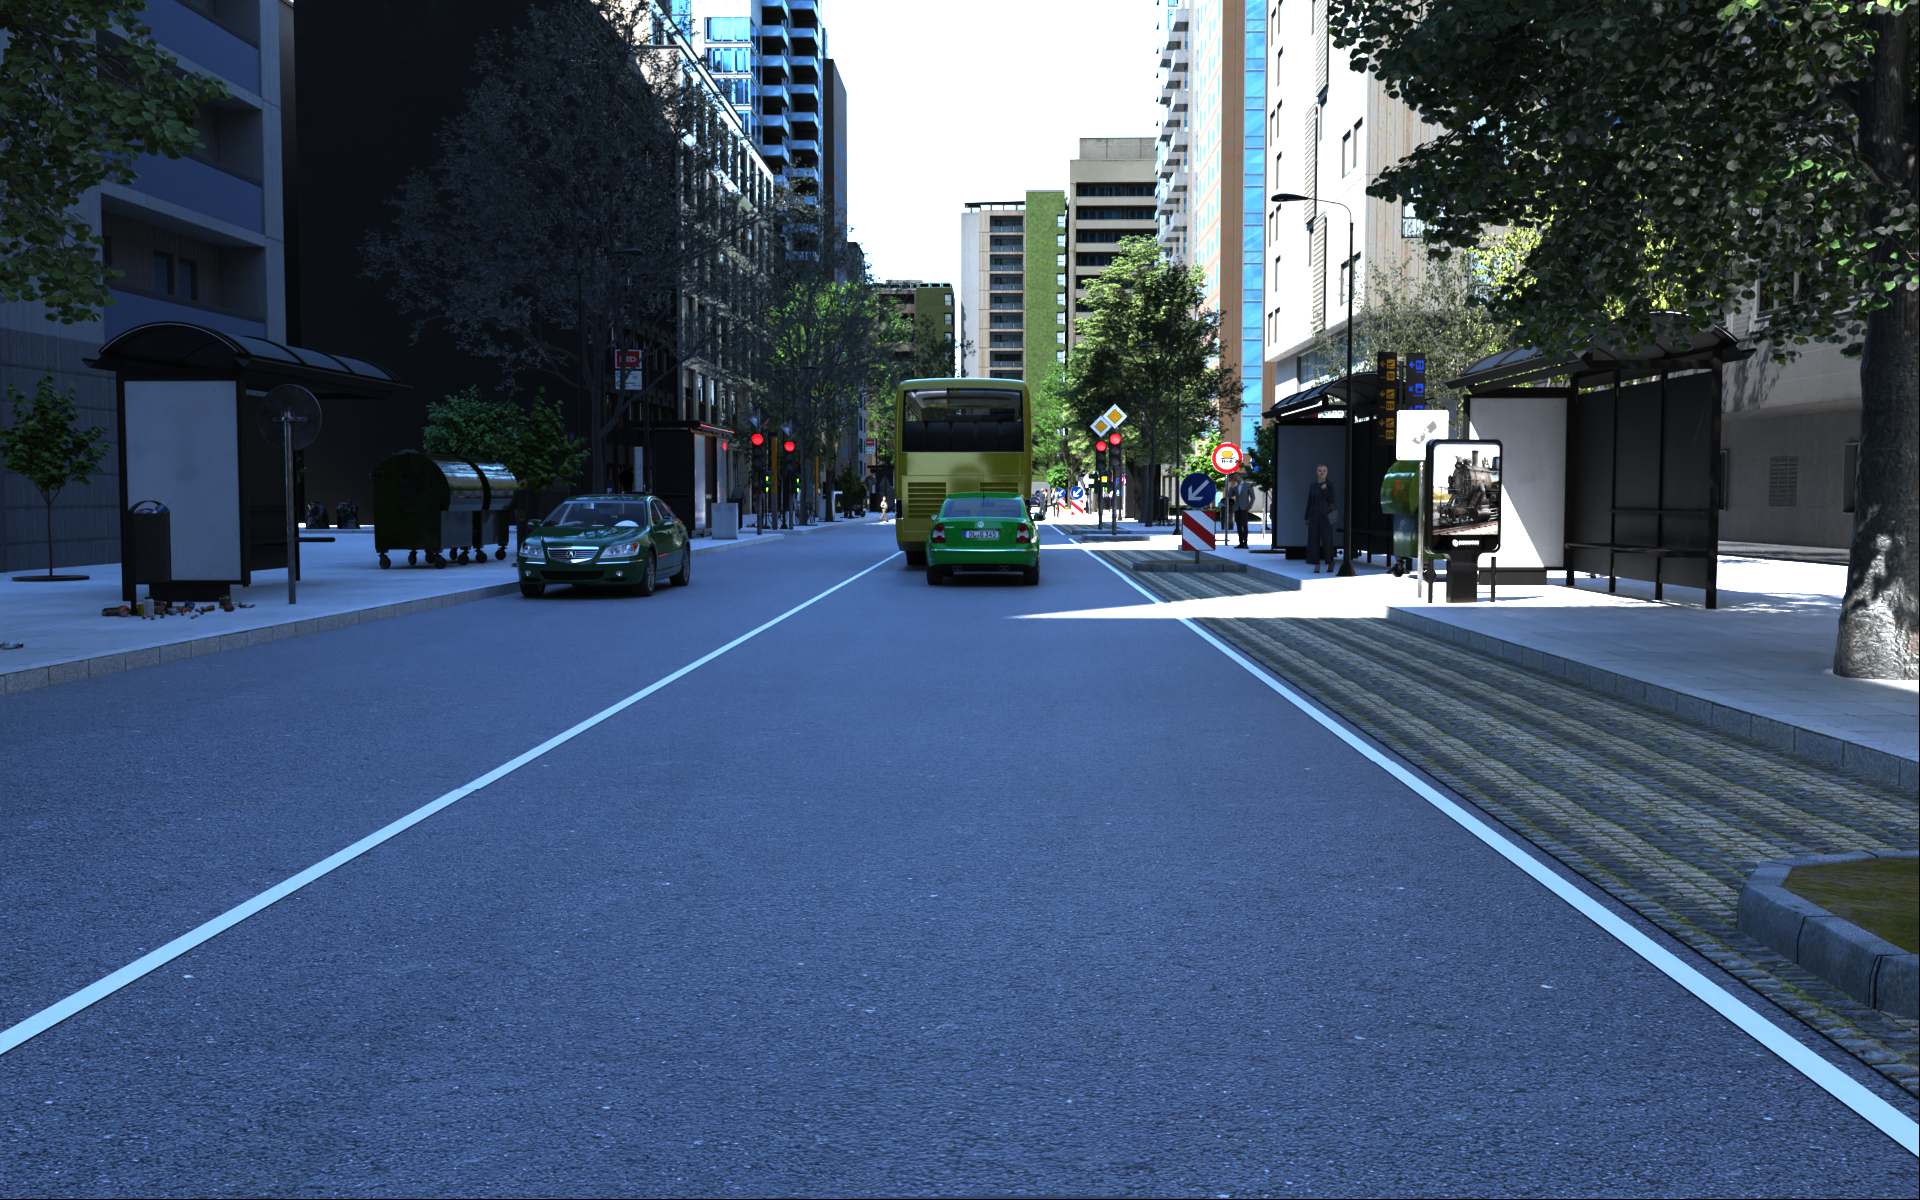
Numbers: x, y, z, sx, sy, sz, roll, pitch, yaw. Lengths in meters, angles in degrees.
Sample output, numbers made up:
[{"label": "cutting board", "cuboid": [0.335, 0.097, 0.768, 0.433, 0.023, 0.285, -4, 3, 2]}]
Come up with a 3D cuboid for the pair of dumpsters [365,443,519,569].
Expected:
[{"label": "pair of dumpsters", "cuboid": [-9.359, -1.774, 31.501, 1.574, 2.255, 4.437, 0, 4, 1]}]

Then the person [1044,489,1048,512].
[{"label": "person", "cuboid": [6.861, -7.972, 138.849, 0.705, 1.823, 1.348, 1, 4, 9]}]

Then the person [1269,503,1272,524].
[{"label": "person", "cuboid": [13.427, -3.788, 73.467, 0.738, 1.151, 1.012, -1, 4, -10]}]

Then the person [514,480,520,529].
[{"label": "person", "cuboid": [-16.262, -3.532, 63.968, 0.419, 1.800, 0.721, 3, 5, 43]}]

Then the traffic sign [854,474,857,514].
[{"label": "traffic sign", "cuboid": [-6.784, -6.839, 111.931, 0.768, 2.556, 0.104, 1, 4, 11]}]

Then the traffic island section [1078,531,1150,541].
[{"label": "traffic island section", "cuboid": [4.830, -1.940, 54.002, 2.009, 0.180, 2.903, 0, 4, 2]}]

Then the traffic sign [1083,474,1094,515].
[{"label": "traffic sign", "cuboid": [8.076, -6.594, 107.915, 0.768, 2.556, 0.104, 1, 4, 10]}]

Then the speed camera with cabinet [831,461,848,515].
[{"label": "speed camera with cabinet", "cuboid": [-7.093, -6.731, 104.381, 0.660, 3.252, 2.038, 3, 5, 42]}]

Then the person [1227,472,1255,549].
[{"label": "person", "cuboid": [6.604, -2.107, 40.670, 0.473, 1.802, 0.592, -3, 4, -39]}]

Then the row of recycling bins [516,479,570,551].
[{"label": "row of recycling bins", "cuboid": [-8.771, -1.802, 36.568, 1.069, 1.692, 3.534, -1, 4, -18]}]

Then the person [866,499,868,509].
[{"label": "person", "cuboid": [-8.121, -8.804, 149.950, 0.705, 1.831, 1.348, 1, 4, 13]}]

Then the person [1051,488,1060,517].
[{"label": "person", "cuboid": [5.939, -6.039, 107.421, 0.592, 1.802, 0.473, 0, 4, 5]}]

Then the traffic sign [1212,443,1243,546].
[{"label": "traffic sign", "cuboid": [6.618, -2.621, 42.963, 0.768, 2.556, 0.104, 0, 4, 7]}]

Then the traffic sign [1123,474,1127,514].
[{"label": "traffic sign", "cuboid": [10.348, -6.709, 109.797, 0.768, 2.556, 0.104, 0, 4, 3]}]

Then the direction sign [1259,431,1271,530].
[{"label": "direction sign", "cuboid": [10.872, -4.245, 61.397, 0.876, 3.537, 0.379, -2, 4, -35]}]

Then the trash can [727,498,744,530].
[{"label": "trash can", "cuboid": [-8.140, -3.103, 62.393, 0.748, 1.137, 0.748, 0, 3, 0]}]

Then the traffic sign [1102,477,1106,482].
[{"label": "traffic sign", "cuboid": [8.745, -6.454, 105.254, 0.795, 2.593, 0.064, 0, 4, 8]}]

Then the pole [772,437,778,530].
[{"label": "pole", "cuboid": [-6.633, -4.167, 61.968, 0.158, 3.312, 0.155, 0, 3, 0]}]

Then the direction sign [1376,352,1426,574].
[{"label": "direction sign", "cuboid": [7.052, -2.187, 27.759, 0.876, 3.537, 0.379, -1, 4, -19]}]

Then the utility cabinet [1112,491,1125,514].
[{"label": "utility cabinet", "cuboid": [10.269, -6.298, 111.645, 0.318, 1.500, 1.173, -2, 4, -27]}]

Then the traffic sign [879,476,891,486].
[{"label": "traffic sign", "cuboid": [-5.244, -7.389, 120.807, 0.884, 2.594, 0.081, 0, 4, 4]}]

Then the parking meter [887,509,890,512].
[{"label": "parking meter", "cuboid": [-5.114, -6.985, 122.620, 0.372, 1.533, 0.369, 0, 3, 0]}]

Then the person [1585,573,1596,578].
[{"label": "person", "cuboid": [9.731, -1.255, 26.593, 0.581, 1.822, 0.654, 2, 4, 32]}]

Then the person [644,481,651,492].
[{"label": "person", "cuboid": [-12.057, -3.656, 65.996, 0.592, 1.802, 0.473, 0, 4, -1]}]

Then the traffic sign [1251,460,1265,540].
[{"label": "traffic sign", "cuboid": [8.529, -2.965, 48.580, 0.768, 2.556, 0.104, 1, 4, 9]}]

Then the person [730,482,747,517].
[{"label": "person", "cuboid": [-9.245, -4.031, 72.344, 0.661, 1.777, 0.834, 0, 4, -1]}]

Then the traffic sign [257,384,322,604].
[{"label": "traffic sign", "cuboid": [-7.803, -1.227, 20.161, 0.768, 2.556, 0.104, 0, 4, 4]}]

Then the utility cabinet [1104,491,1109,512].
[{"label": "utility cabinet", "cuboid": [10.565, -7.106, 124.856, 0.318, 1.500, 1.173, 1, 4, 9]}]

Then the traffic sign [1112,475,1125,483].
[{"label": "traffic sign", "cuboid": [9.645, -6.439, 105.387, 0.768, 2.556, 0.104, 0, 4, 4]}]

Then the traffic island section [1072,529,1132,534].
[{"label": "traffic island section", "cuboid": [5.044, -2.428, 61.984, 2.009, 0.180, 2.903, 0, 4, 2]}]

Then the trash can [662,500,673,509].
[{"label": "trash can", "cuboid": [-7.311, -1.851, 41.912, 0.748, 1.137, 0.748, 0, 3, 0]}]

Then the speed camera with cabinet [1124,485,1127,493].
[{"label": "speed camera with cabinet", "cuboid": [10.705, -7.405, 115.401, 0.660, 3.252, 2.038, -1, 4, -9]}]

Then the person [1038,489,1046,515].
[{"label": "person", "cuboid": [5.145, -6.067, 108.121, 0.576, 1.772, 0.534, 2, 4, 29]}]

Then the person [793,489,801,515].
[{"label": "person", "cuboid": [-9.189, -5.626, 97.899, 0.514, 1.842, 0.818, 0, 4, -3]}]

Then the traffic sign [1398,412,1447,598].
[{"label": "traffic sign", "cuboid": [5.672, -1.173, 21.306, 0.606, 2.300, 0.079, 1, 4, 9]}]

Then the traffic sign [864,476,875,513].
[{"label": "traffic sign", "cuboid": [-6.236, -7.310, 119.626, 0.768, 2.556, 0.104, 1, 4, 11]}]

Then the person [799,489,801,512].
[{"label": "person", "cuboid": [-11.507, -7.280, 126.067, 0.522, 1.701, 0.512, 1, 4, 18]}]

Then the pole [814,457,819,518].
[{"label": "pole", "cuboid": [-7.819, -6.147, 94.343, 0.158, 3.312, 0.155, 0, 3, 0]}]

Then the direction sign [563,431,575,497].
[{"label": "direction sign", "cuboid": [-14.194, -4.339, 62.934, 0.379, 3.537, 0.876, -3, 4, -37]}]

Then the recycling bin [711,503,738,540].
[{"label": "recycling bin", "cuboid": [-6.661, -2.236, 49.107, 0.722, 1.027, 0.722, 0, 4, -5]}]

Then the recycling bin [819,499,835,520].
[{"label": "recycling bin", "cuboid": [-6.678, -4.543, 86.832, 0.722, 1.027, 0.722, 0, 4, 4]}]

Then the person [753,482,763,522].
[{"label": "person", "cuboid": [-9.149, -4.434, 78.507, 0.580, 1.828, 0.573, 3, 5, 39]}]

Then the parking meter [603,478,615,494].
[{"label": "parking meter", "cuboid": [-12.579, -3.448, 62.083, 0.399, 1.863, 0.255, -2, 4, -26]}]

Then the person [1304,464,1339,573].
[{"label": "person", "cuboid": [5.885, -1.333, 28.257, 0.576, 1.772, 0.534, 1, 4, 19]}]

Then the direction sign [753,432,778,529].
[{"label": "direction sign", "cuboid": [-7.105, -4.365, 63.369, 0.876, 3.537, 0.379, 0, 4, 1]}]

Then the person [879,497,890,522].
[{"label": "person", "cuboid": [-3.857, -4.630, 88.473, 0.640, 1.303, 0.475, 2, 4, 24]}]

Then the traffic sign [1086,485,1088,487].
[{"label": "traffic sign", "cuboid": [8.533, -6.804, 113.376, 0.606, 2.300, 0.079, 0, 4, 7]}]
